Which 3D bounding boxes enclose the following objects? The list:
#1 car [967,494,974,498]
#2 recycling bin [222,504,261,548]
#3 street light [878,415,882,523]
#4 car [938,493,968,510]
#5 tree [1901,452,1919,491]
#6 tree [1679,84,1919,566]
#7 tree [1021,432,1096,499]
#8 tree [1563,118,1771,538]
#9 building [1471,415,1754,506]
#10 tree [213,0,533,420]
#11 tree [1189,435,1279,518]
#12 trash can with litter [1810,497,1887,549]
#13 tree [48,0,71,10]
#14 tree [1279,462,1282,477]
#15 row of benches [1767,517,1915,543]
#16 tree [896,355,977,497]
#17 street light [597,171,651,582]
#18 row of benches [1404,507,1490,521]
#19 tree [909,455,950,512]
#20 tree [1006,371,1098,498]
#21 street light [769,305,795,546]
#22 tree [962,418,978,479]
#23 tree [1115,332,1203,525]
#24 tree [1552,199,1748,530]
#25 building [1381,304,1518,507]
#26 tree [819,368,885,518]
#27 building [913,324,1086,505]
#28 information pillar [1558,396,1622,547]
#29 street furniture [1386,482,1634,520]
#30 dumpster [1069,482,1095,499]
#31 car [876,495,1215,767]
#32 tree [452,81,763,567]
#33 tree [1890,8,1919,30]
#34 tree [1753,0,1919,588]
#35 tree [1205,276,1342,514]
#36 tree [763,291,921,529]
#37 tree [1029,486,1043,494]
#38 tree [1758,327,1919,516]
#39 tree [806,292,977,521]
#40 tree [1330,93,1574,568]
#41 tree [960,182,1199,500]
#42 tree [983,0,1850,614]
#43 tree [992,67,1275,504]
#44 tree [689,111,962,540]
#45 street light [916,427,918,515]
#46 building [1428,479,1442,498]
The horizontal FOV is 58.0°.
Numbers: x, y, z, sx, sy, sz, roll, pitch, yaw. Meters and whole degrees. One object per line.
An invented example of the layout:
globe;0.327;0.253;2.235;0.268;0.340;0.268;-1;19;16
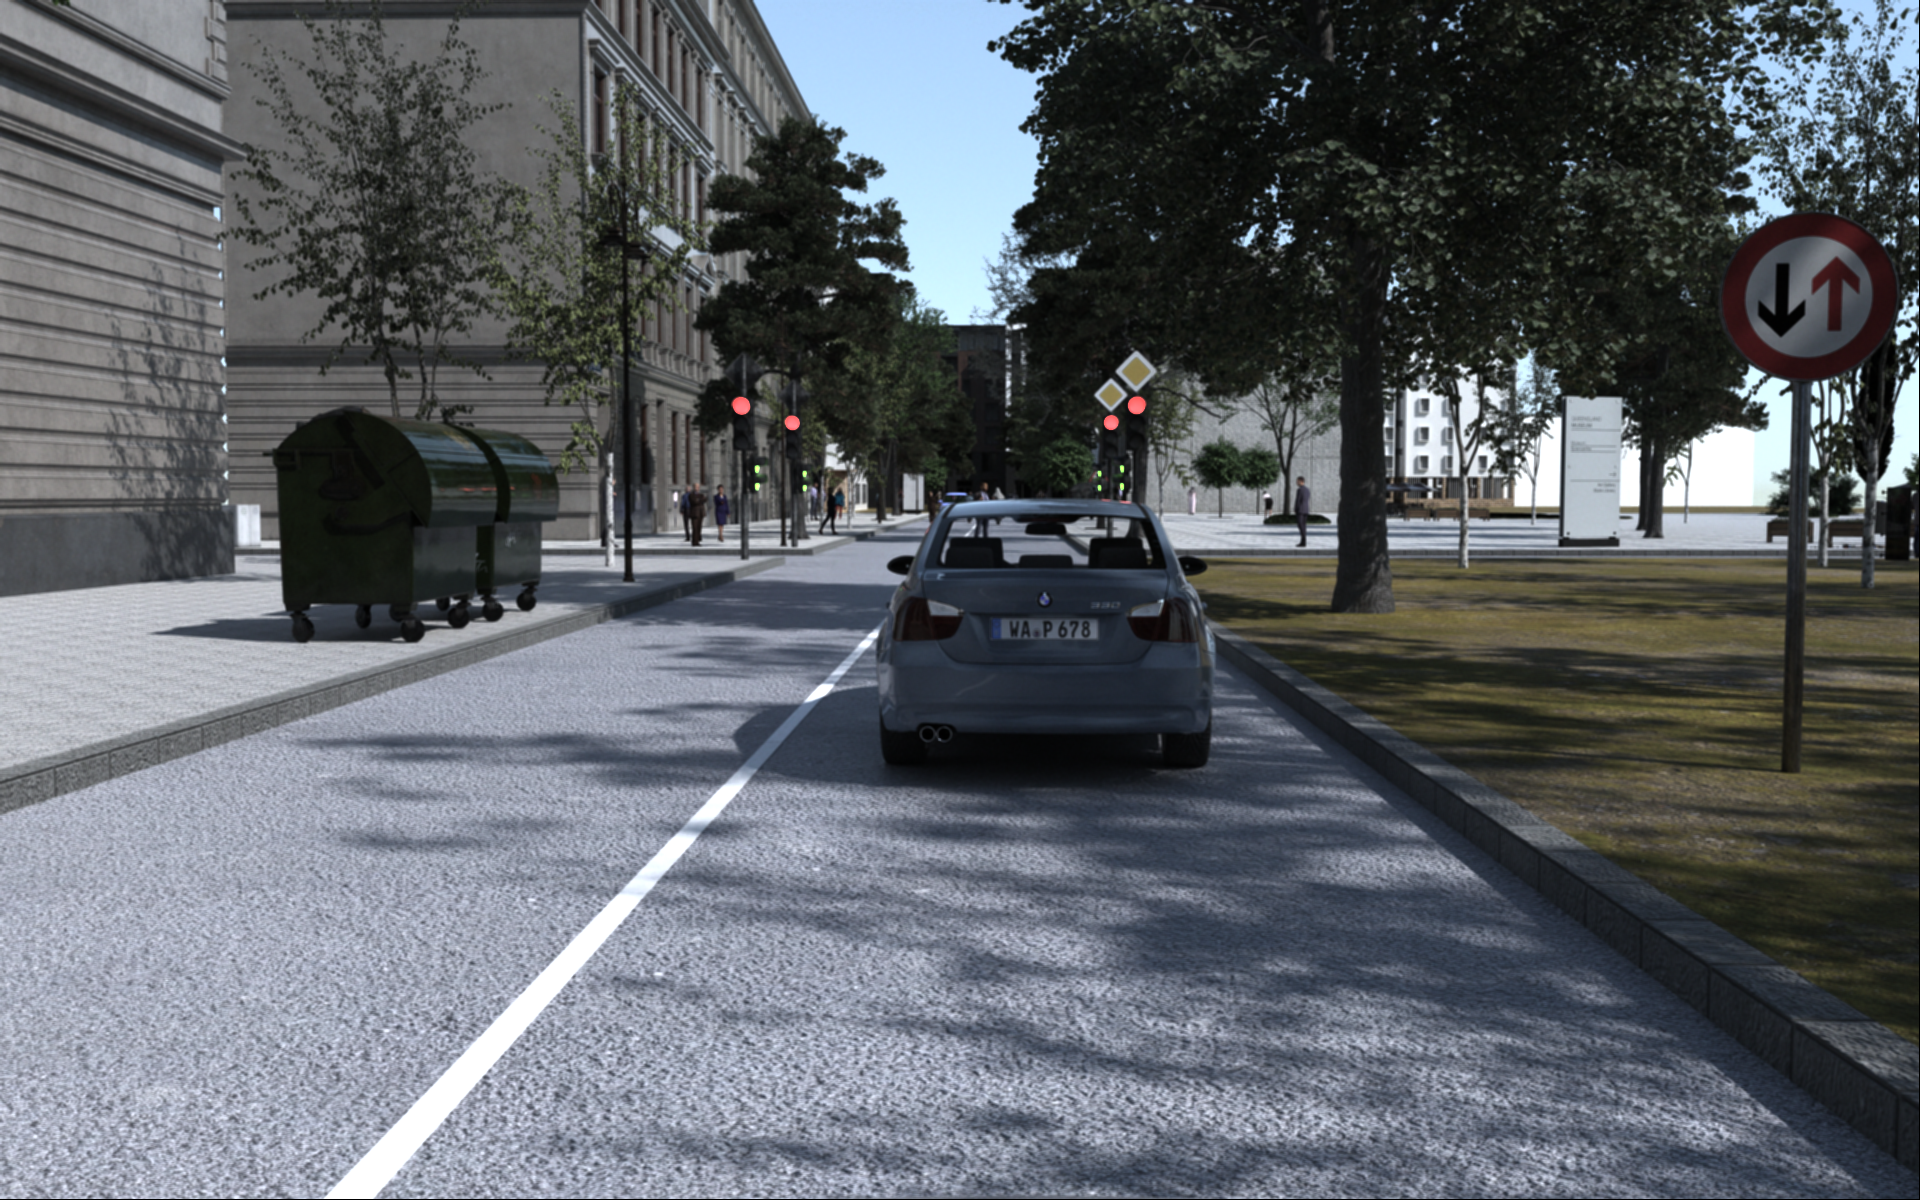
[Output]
car;0.644;-8.157;145.170;2.131;1.459;4.920;0;4;2
recycling bin;-17.388;-1.786;41.750;0.722;1.027;0.722;2;4;23
street light;-3.512;-6.284;75.526;0.468;5.910;1.993;0;4;1
car;-0.193;-5.076;92.586;1.945;1.707;3.694;0;4;2
tree;38.180;-4.518;68.477;1.663;3.219;1.824;0;3;0
tree;15.071;-4.900;30.471;4.737;8.622;4.395;0;3;0
tree;5.468;-6.518;90.281;4.285;4.588;4.351;0;3;0
tree;20.316;-7.831;50.099;6.751;12.117;7.091;0;3;0
building;69.476;-14.726;182.912;28.070;9.664;9.099;0;4;1
tree;-7.759;-4.493;23.817;4.360;8.622;3.978;0;3;0
tree;14.082;-6.742;93.938;4.285;4.588;4.351;0;3;0
trash can with litter;21.379;-1.841;41.162;2.233;1.210;1.678;1;4;11
tree;-5.923;-5.000;7.513;9.928;11.665;9.643;0;3;0
tree;18.473;-7.590;107.804;4.285;4.588;4.351;0;3;0
row of benches;23.065;-1.807;45.004;4.104;0.672;1.422;2;4;31
tree;-2.309;-15.075;153.894;7.806;13.903;7.818;0;3;0
street light;-4.861;-3.208;25.233;0.468;5.910;1.993;0;4;1
row of benches;23.108;-4.104;82.555;4.104;0.672;1.422;0;4;-2
tree;-2.283;-8.677;125.578;4.285;4.588;4.351;0;3;0
tree;6.870;-12.612;124.337;7.486;12.596;7.792;0;3;0
street light;-4.352;-4.267;42.549;0.468;5.910;1.993;0;4;1
tree;-1.551;-14.752;163.257;6.751;12.117;7.091;0;3;0
tree;8.303;-7.420;71.672;4.737;8.622;4.395;0;3;0
tree;23.949;-9.382;60.823;7.806;13.903;7.818;0;3;0
building;49.616;-19.704;178.574;11.380;20.091;16.016;0;4;1
tree;-5.837;-8.786;94.007;4.360;8.622;3.978;0;3;0
building;3.611;-22.991;219.879;32.646;21.610;27.936;0;4;1
information pillar;15.259;-3.094;41.904;1.656;3.620;0.184;-1;4;-19
street furniture;30.462;-5.905;101.583;14.083;1.986;27.439;1;4;13
dumpster;6.151;-4.964;86.925;1.264;1.857;1.865;0;4;2
car;0.518;0.096;10.428;2.014;1.417;4.499;0;4;3
tree;-6.438;-4.897;30.424;4.737;8.622;4.395;0;3;0
tree;7.227;-3.619;9.526;4.737;8.622;4.395;0;3;0
tree;12.657;-4.471;23.468;4.360;8.622;3.978;0;3;0
tree;15.060;-9.440;80.100;9.928;11.665;9.643;0;3;0
tree;-3.844;-6.888;62.979;4.737;8.622;4.395;0;3;0
tree;8.200;-11.666;185.341;1.663;3.219;1.824;0;3;0
tree;58.274;-12.278;102.570;18.604;14.587;13.155;0;4;2
tree;-3.711;-9.701;84.370;9.928;11.665;9.643;0;3;0
tree;8.535;-4.849;29.650;4.360;8.622;3.978;0;3;0
tree;5.102;-9.325;62.833;12.009;13.543;11.850;0;3;0
tree;4.429;-6.832;18.358;9.857;13.997;8.962;0;3;0
tree;5.495;-8.760;50.650;7.806;13.903;7.818;0;3;0
tree;-4.665;-7.755;48.849;6.751;12.117;7.091;0;3;0
street light;-2.691;-8.308;108.621;0.468;5.910;1.993;0;4;1
building;65.893;-16.296;208.588;28.070;9.664;9.099;0;4;1
